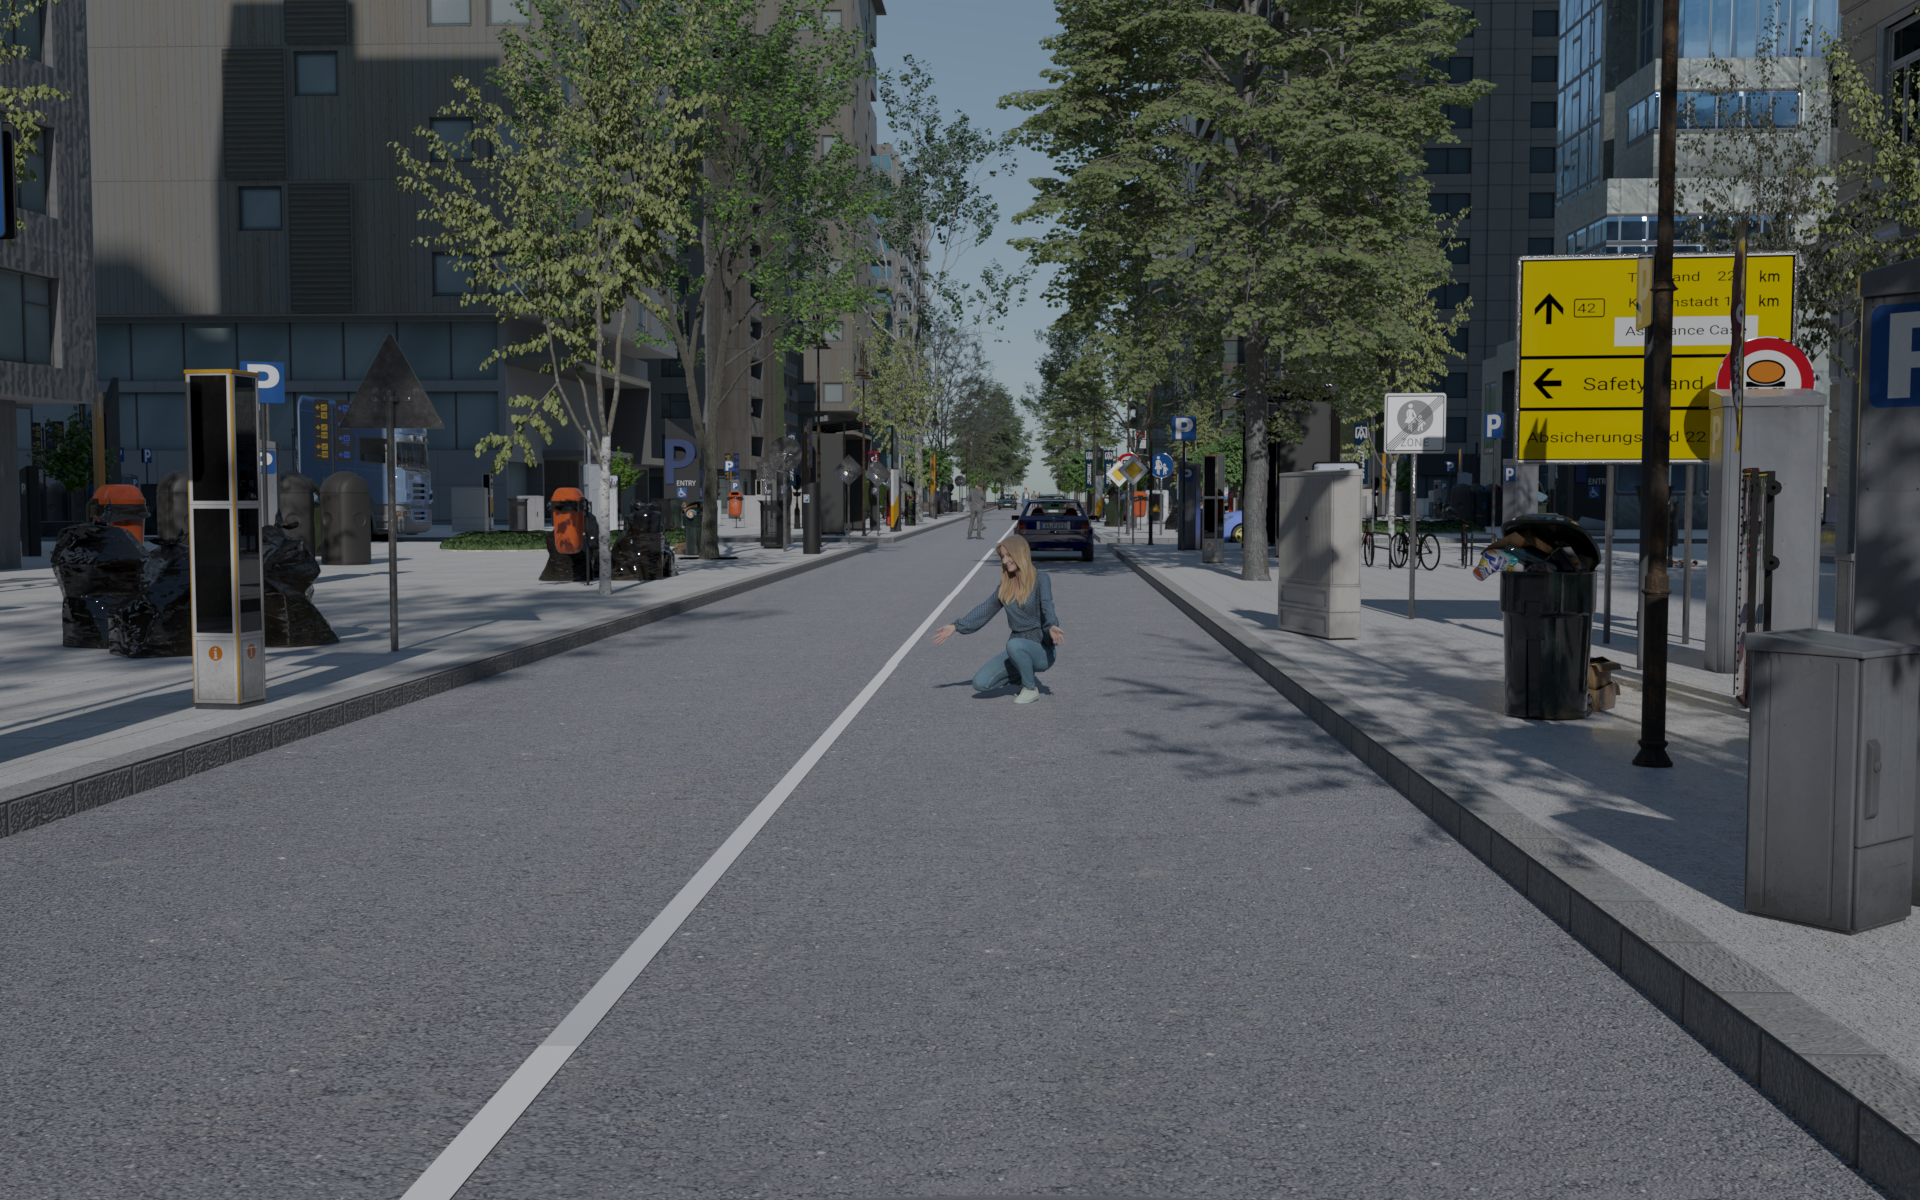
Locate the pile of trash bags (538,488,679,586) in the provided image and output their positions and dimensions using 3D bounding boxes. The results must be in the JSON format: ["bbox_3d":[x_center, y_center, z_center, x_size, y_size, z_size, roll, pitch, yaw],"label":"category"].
[{"bbox_3d":[-5.370,-0.977,25.719,1.912,1.369,3.447,0,4,4],"label":"pile of trash bags"}]

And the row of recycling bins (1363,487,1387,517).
[{"bbox_3d":[23.036,-5.484,96.775,1.069,1.692,3.534,0,4,2],"label":"row of recycling bins"}]

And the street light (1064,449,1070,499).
[{"bbox_3d":[10.521,-11.867,166.816,0.468,5.910,1.993,0,4,3],"label":"street light"}]

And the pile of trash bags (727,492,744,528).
[{"bbox_3d":[-9.791,-3.358,64.662,3.447,1.369,1.912,0,4,-2],"label":"pile of trash bags"}]

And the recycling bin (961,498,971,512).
[{"bbox_3d":[0.528,-6.683,121.825,0.722,1.027,0.722,3,5,40],"label":"recycling bin"}]

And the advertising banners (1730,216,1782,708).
[{"bbox_3d":[4.783,-0.873,10.468,0.090,3.025,2.074,1,4,18],"label":"advertising banners"}]

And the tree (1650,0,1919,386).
[{"bbox_3d":[12.748,-4.678,26.850,4.360,8.622,3.978,0,3,0],"label":"tree"}]

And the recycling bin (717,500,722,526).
[{"bbox_3d":[-10.021,-3.489,69.606,0.722,1.027,0.722,-1,4,-23],"label":"recycling bin"}]

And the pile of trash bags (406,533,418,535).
[{"bbox_3d":[-18.829,-2.728,54.350,3.447,1.369,1.912,-1,4,-18],"label":"pile of trash bags"}]

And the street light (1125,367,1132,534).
[{"bbox_3d":[5.373,-5.046,55.296,0.468,5.910,1.993,0,4,3],"label":"street light"}]

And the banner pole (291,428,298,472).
[{"bbox_3d":[-25.073,-4.616,65.481,0.863,3.779,0.401,3,5,40],"label":"banner pole"}]

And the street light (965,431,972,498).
[{"bbox_3d":[0.675,-9.551,128.939,0.468,5.910,1.993,0,4,3],"label":"street light"}]

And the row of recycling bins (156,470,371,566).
[{"bbox_3d":[-12.347,-1.450,30.819,3.534,1.692,1.069,-2,4,-24],"label":"row of recycling bins"}]

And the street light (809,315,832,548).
[{"bbox_3d":[-3.378,-4.196,41.394,0.468,5.910,1.993,0,4,3],"label":"street light"}]

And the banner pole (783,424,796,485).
[{"bbox_3d":[-6.054,-4.363,61.351,0.401,3.779,0.863,-3,5,-41],"label":"banner pole"}]

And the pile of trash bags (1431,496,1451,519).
[{"bbox_3d":[25.237,-4.788,88.032,1.912,1.369,3.447,0,4,0],"label":"pile of trash bags"}]

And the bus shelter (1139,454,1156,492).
[{"bbox_3d":[9.293,-5.892,90.259,2.014,3.302,5.546,0,4,3],"label":"bus shelter"}]

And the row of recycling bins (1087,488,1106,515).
[{"bbox_3d":[8.359,-5.927,104.013,1.069,1.692,3.534,1,4,16],"label":"row of recycling bins"}]

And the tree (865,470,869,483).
[{"bbox_3d":[-6.721,-7.689,120.318,1.663,3.219,1.824,0,3,0],"label":"tree"}]

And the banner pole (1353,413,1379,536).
[{"bbox_3d":[12.574,-3.892,53.648,0.863,3.779,0.401,2,4,26],"label":"banner pole"}]

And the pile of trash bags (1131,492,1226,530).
[{"bbox_3d":[7.817,-3.190,61.915,3.447,1.369,1.912,0,4,-3],"label":"pile of trash bags"}]

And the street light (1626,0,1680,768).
[{"bbox_3d":[3.277,-2.155,8.017,0.468,5.910,1.993,0,4,3],"label":"street light"}]

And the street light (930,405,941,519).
[{"bbox_3d":[-1.214,-7.028,87.694,0.468,5.910,1.993,0,4,3],"label":"street light"}]

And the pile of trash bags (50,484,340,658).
[{"bbox_3d":[-6.938,-0.332,15.187,1.912,1.369,3.447,-3,5,-43],"label":"pile of trash bags"}]

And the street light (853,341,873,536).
[{"bbox_3d":[-2.916,-4.873,52.466,0.468,5.910,1.993,0,4,3],"label":"street light"}]

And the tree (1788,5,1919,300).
[{"bbox_3d":[12.068,-4.262,20.047,4.737,8.622,4.395,0,3,0],"label":"tree"}]

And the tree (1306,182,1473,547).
[{"bbox_3d":[10.403,-5.590,41.761,4.737,8.622,4.395,0,3,0],"label":"tree"}]

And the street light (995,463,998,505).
[{"bbox_3d":[4.669,-14.656,212.407,0.468,5.910,1.993,0,4,3],"label":"street light"}]

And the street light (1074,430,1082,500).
[{"bbox_3d":[8.908,-9.712,131.584,0.468,5.910,1.993,0,4,3],"label":"street light"}]

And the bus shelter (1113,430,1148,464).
[{"bbox_3d":[10.522,-7.885,106.545,2.179,5.291,8.768,0,4,2],"label":"bus shelter"}]

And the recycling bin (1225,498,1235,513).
[{"bbox_3d":[17.420,-6.112,112.487,0.722,1.027,0.722,3,5,39],"label":"recycling bin"}]

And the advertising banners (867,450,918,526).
[{"bbox_3d":[-2.707,-4.479,69.414,2.074,3.025,0.090,-1,4,-12],"label":"advertising banners"}]

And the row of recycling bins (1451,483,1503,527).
[{"bbox_3d":[20.696,-3.746,68.366,3.534,1.692,1.069,-2,4,-33],"label":"row of recycling bins"}]

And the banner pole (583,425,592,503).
[{"bbox_3d":[-13.610,-4.481,63.289,0.401,3.779,0.863,1,4,10],"label":"banner pole"}]

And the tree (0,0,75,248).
[{"bbox_3d":[-12.819,-4.307,20.786,4.737,8.622,4.395,0,3,0],"label":"tree"}]

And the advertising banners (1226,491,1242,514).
[{"bbox_3d":[15.158,-6.145,96.652,0.090,3.025,2.074,-1,4,-22],"label":"advertising banners"}]

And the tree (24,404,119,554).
[{"bbox_3d":[-18.893,-2.607,37.219,1.663,3.219,1.824,0,3,0],"label":"tree"}]

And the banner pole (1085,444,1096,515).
[{"bbox_3d":[6.557,-5.879,86.135,0.863,3.779,0.401,-2,4,-30],"label":"banner pole"}]

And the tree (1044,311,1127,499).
[{"bbox_3d":[12.569,-19.653,177.208,12.611,20.169,13.585,0,3,0],"label":"tree"}]

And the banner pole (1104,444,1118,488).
[{"bbox_3d":[7.571,-5.894,86.377,0.863,3.779,0.401,0,4,-2],"label":"banner pole"}]

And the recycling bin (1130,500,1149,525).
[{"bbox_3d":[7.434,-3.629,71.896,0.722,1.027,0.722,1,4,13],"label":"recycling bin"}]

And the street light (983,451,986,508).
[{"bbox_3d":[2.294,-11.712,164.271,0.468,5.910,1.993,0,4,3],"label":"street light"}]

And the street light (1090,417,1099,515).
[{"bbox_3d":[7.011,-7.201,90.526,0.468,5.910,1.993,0,4,3],"label":"street light"}]

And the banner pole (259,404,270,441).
[{"bbox_3d":[-14.661,-2.830,36.294,0.401,3.779,0.863,2,4,26],"label":"banner pole"}]

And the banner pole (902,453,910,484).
[{"bbox_3d":[-3.277,-7.122,106.459,0.863,3.779,0.401,1,4,13],"label":"banner pole"}]

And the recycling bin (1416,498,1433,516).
[{"bbox_3d":[26.783,-5.348,100.000,0.722,1.027,0.722,-2,4,-31],"label":"recycling bin"}]

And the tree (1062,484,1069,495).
[{"bbox_3d":[13.216,-13.184,210.161,1.663,3.219,1.824,0,3,0],"label":"tree"}]

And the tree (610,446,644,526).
[{"bbox_3d":[-13.737,-4.578,69.452,1.663,3.219,1.824,0,3,0],"label":"tree"}]

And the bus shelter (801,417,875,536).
[{"bbox_3d":[-3.892,-3.976,56.294,1.731,3.624,6.357,0,4,3],"label":"bus shelter"}]

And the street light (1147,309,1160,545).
[{"bbox_3d":[4.778,-4.310,43.254,0.468,5.910,1.993,0,4,3],"label":"street light"}]

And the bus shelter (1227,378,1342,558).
[{"bbox_3d":[7.036,-2.855,37.957,1.731,3.624,6.357,0,4,3],"label":"bus shelter"}]

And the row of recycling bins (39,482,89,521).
[{"bbox_3d":[-29.649,-3.114,58.029,3.534,1.692,1.069,0,4,6],"label":"row of recycling bins"}]

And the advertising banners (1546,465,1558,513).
[{"bbox_3d":[17.581,-3.377,51.400,0.090,3.025,2.074,2,4,27],"label":"advertising banners"}]
